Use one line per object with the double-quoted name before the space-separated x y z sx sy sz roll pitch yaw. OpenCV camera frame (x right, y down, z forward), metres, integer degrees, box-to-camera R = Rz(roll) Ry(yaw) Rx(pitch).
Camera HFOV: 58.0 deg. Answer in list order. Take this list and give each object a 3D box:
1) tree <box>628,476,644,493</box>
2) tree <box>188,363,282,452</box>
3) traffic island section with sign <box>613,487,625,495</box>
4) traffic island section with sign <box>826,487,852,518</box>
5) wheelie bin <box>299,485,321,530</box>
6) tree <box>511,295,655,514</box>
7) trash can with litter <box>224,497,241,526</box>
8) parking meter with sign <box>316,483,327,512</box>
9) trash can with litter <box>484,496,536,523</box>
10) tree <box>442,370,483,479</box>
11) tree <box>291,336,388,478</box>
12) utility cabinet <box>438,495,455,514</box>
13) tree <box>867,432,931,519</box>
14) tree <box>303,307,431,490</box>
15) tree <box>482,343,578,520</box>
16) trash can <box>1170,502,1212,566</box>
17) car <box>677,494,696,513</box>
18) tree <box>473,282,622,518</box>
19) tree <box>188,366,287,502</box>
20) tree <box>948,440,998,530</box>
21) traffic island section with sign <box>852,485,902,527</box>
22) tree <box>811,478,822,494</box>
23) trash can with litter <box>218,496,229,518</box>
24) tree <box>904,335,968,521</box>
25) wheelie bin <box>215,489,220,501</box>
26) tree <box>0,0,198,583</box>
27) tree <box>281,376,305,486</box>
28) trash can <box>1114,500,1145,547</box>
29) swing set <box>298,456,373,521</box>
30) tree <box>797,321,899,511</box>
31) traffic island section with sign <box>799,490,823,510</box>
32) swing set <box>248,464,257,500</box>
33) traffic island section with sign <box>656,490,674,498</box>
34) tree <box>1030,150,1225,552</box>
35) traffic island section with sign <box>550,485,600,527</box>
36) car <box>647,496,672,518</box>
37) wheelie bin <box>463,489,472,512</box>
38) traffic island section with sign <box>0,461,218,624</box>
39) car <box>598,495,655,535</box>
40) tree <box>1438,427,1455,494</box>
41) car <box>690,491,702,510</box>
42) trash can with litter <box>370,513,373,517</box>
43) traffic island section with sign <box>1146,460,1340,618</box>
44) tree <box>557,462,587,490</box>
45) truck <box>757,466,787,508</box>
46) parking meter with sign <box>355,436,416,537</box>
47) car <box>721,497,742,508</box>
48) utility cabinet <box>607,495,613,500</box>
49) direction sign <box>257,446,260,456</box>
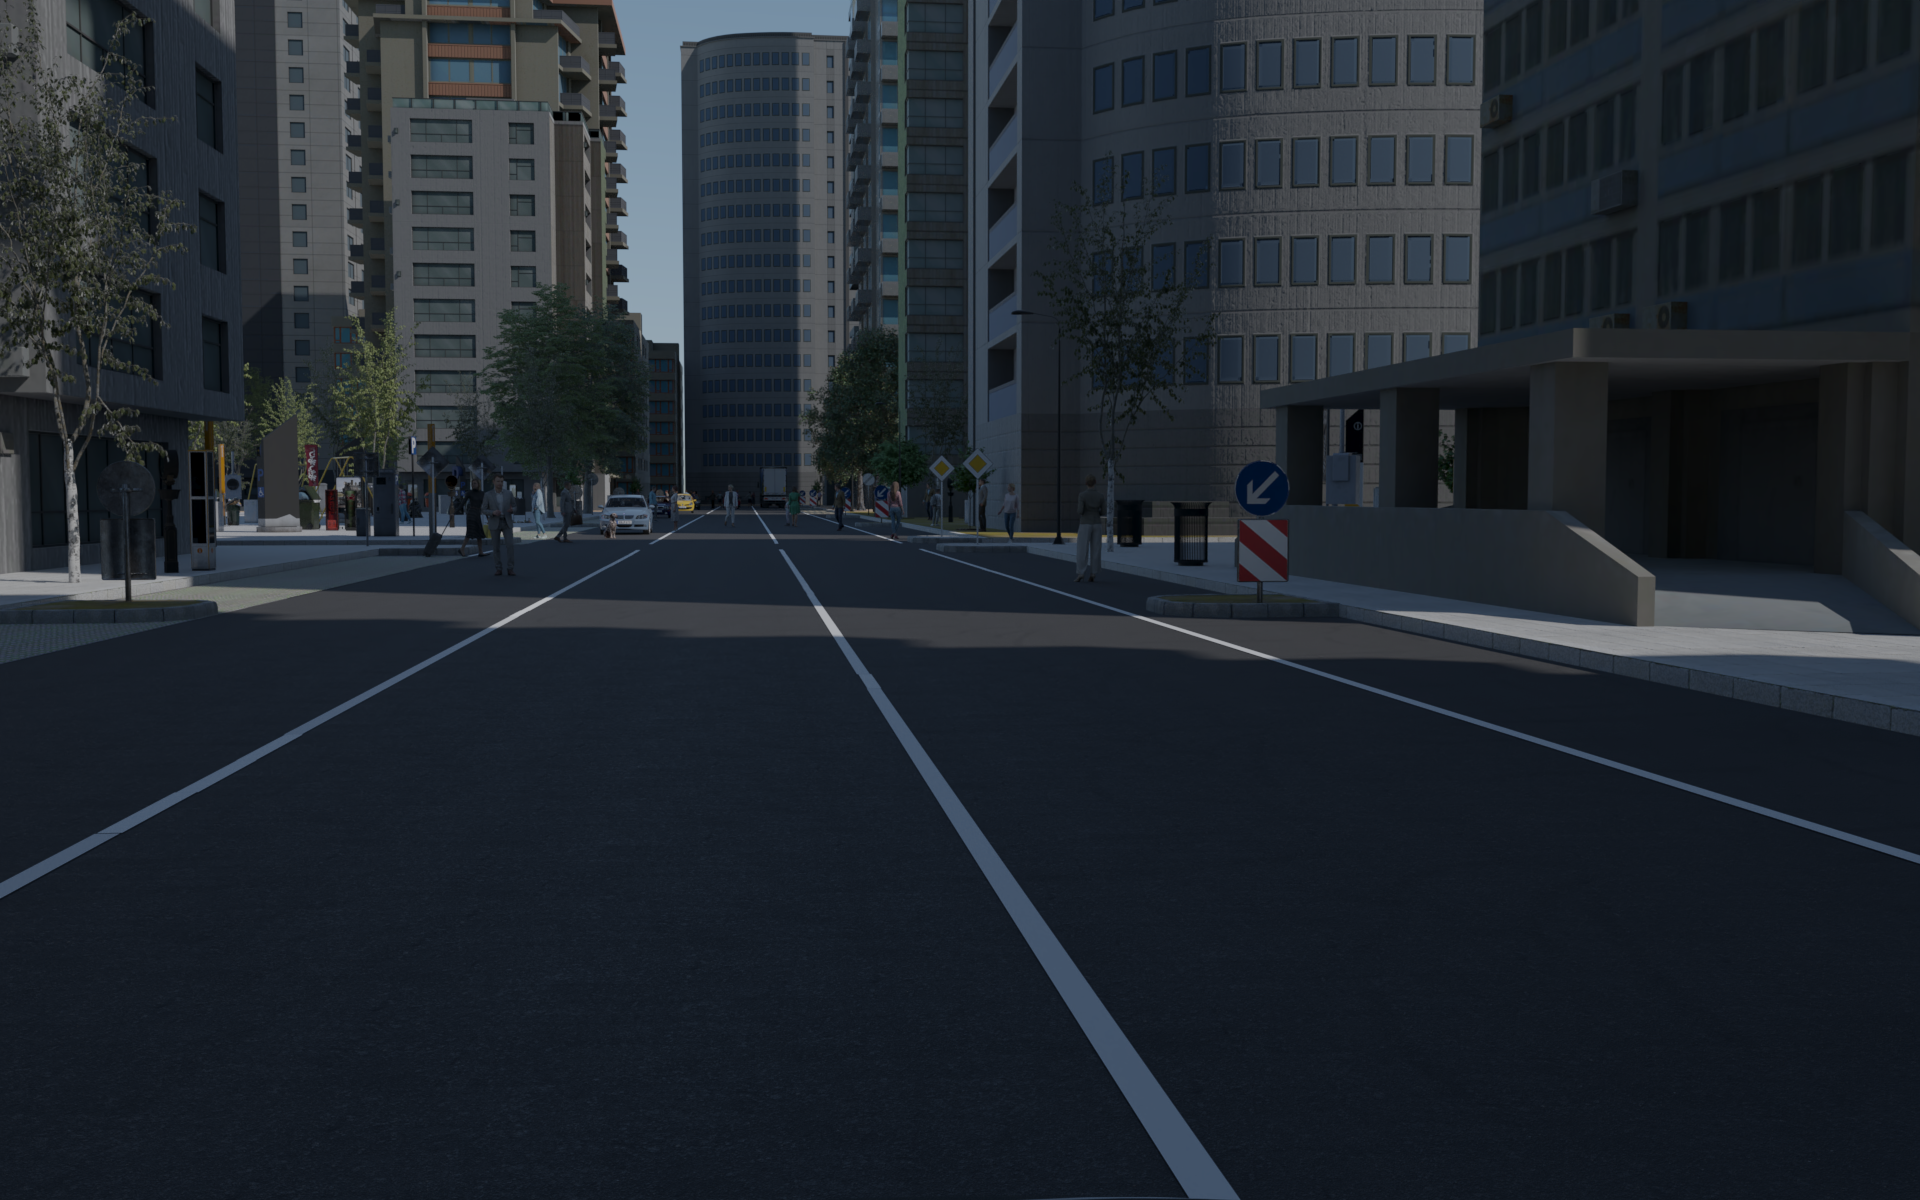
"tree" -31.797 -10.770 170.692 1.663 3.219 1.824 0 3 0
"tree" -27.910 -6.874 62.757 4.737 8.622 4.395 0 3 0
"traffic island section with sign" -19.952 -5.690 101.651 1.989 1.847 2.006 0 4 -7
"traffic island section with sign" -7.040 -5.846 104.206 1.989 1.847 2.006 0 4 -7
"wheelie bin" -23.416 -3.321 62.214 0.693 1.594 0.980 0 4 5
"tree" -24.328 -12.602 112.706 9.857 13.997 8.962 0 3 0
"trash can with litter" -29.694 -3.594 70.152 1.055 1.170 0.624 -2 4 -30
"parking meter with sign" -44.642 -7.637 121.125 1.738 3.016 0.543 -3 5 -39
"trash can with litter" -19.899 -4.015 76.698 2.233 1.210 1.678 -1 4 -9
"tree" -28.824 -9.336 103.005 4.360 8.622 3.978 0 3 0
"tree" -29.261 -8.048 81.945 4.360 8.622 3.978 0 3 0
"utility cabinet" -33.403 -6.213 112.738 0.306 1.237 1.020 3 5 44
"tree" -3.144 -6.560 90.971 4.285 4.588 4.351 0 3 0
"tree" -22.979 -7.219 68.395 4.737 8.622 4.395 0 3 0
"tree" -20.345 -8.176 84.039 4.360 8.622 3.978 0 3 0
"trash can" 4.137 -1.184 31.012 0.748 1.137 0.748 0 3 0
"car" -20.975 -7.385 130.975 2.015 1.641 3.980 -1 4 -9
"tree" -21.961 -10.669 92.565 7.486 12.596 7.792 0 3 0
"tree" -49.495 -11.230 118.020 8.767 10.594 7.601 0 3 0
"tree" 0.300 -4.097 61.580 1.663 3.219 1.824 0 3 0
"traffic island section with sign" -3.649 -4.181 76.991 1.989 1.847 2.006 0 4 -7
"tree" -16.642 -12.757 203.182 1.663 3.219 1.824 0 3 0
"trash can with litter" -39.357 -4.921 91.508 2.233 1.210 1.678 -2 4 -28
"tree" -0.853 -8.008 81.289 4.360 8.622 3.978 0 3 0
"wheelie bin" -46.453 -6.101 107.659 0.693 1.594 0.980 2 4 34
"tree" -12.785 -4.536 24.529 4.360 8.622 3.978 0 3 0
"tree" -41.441 -9.636 107.906 4.737 8.622 4.395 0 3 0
"trash can" 4.110 -1.856 41.998 0.748 1.137 0.748 0 3 0
"swing set" -26.109 -4.621 73.173 2.862 2.851 3.119 -2 4 -34
"tree" -5.272 -12.103 114.895 9.611 12.733 9.660 0 3 0
"traffic island section with sign" -13.103 -8.816 152.766 1.989 1.847 2.006 0 4 -7
"swing set" -35.386 -5.664 90.227 2.862 2.851 3.119 3 5 40
"traffic island section with sign" -26.122 -8.717 151.156 1.989 1.847 2.006 0 4 -7
"tree" 3.562 -5.375 38.248 4.360 8.622 3.978 0 3 0
"traffic island section with sign" -16.609 -4.054 74.903 1.989 1.847 2.006 0 4 -7
"car" -18.119 -5.611 104.313 1.945 1.354 3.894 0 4 -6
"wheelie bin" -33.043 -6.661 116.821 0.980 1.594 0.693 0 4 -1
"traffic island section with sign" -9.750 -0.693 19.964 1.989 1.847 2.006 0 4 -7
"car" -12.055 -3.099 62.678 2.014 1.417 4.499 -1 4 -8
"tree" 12.456 -2.953 42.888 1.663 3.219 1.824 0 3 0
"car" -24.414 -9.002 156.971 2.009 1.686 4.222 -1 4 -9
"trash can with litter" -33.344 -5.359 98.673 1.678 1.210 2.233 -1 4 -20
"traffic island section with sign" 3.338 -0.759 21.037 1.989 1.847 2.006 0 4 -7
"tree" -23.383 -6.694 104.045 1.663 3.219 1.824 0 3 0
"truck" -19.533 -11.714 180.435 2.839 4.237 11.283 -1 4 -9
"parking meter with sign" -17.384 -3.434 52.400 1.738 3.016 0.543 0 4 -2
"car" -24.008 -10.582 182.058 2.155 1.783 4.494 -1 4 -9
"utility cabinet" -24.612 -6.775 121.932 0.306 1.237 1.020 -1 4 -22
"direction sign" -33.082 -5.546 82.674 0.876 3.537 0.379 -3 4 -39
